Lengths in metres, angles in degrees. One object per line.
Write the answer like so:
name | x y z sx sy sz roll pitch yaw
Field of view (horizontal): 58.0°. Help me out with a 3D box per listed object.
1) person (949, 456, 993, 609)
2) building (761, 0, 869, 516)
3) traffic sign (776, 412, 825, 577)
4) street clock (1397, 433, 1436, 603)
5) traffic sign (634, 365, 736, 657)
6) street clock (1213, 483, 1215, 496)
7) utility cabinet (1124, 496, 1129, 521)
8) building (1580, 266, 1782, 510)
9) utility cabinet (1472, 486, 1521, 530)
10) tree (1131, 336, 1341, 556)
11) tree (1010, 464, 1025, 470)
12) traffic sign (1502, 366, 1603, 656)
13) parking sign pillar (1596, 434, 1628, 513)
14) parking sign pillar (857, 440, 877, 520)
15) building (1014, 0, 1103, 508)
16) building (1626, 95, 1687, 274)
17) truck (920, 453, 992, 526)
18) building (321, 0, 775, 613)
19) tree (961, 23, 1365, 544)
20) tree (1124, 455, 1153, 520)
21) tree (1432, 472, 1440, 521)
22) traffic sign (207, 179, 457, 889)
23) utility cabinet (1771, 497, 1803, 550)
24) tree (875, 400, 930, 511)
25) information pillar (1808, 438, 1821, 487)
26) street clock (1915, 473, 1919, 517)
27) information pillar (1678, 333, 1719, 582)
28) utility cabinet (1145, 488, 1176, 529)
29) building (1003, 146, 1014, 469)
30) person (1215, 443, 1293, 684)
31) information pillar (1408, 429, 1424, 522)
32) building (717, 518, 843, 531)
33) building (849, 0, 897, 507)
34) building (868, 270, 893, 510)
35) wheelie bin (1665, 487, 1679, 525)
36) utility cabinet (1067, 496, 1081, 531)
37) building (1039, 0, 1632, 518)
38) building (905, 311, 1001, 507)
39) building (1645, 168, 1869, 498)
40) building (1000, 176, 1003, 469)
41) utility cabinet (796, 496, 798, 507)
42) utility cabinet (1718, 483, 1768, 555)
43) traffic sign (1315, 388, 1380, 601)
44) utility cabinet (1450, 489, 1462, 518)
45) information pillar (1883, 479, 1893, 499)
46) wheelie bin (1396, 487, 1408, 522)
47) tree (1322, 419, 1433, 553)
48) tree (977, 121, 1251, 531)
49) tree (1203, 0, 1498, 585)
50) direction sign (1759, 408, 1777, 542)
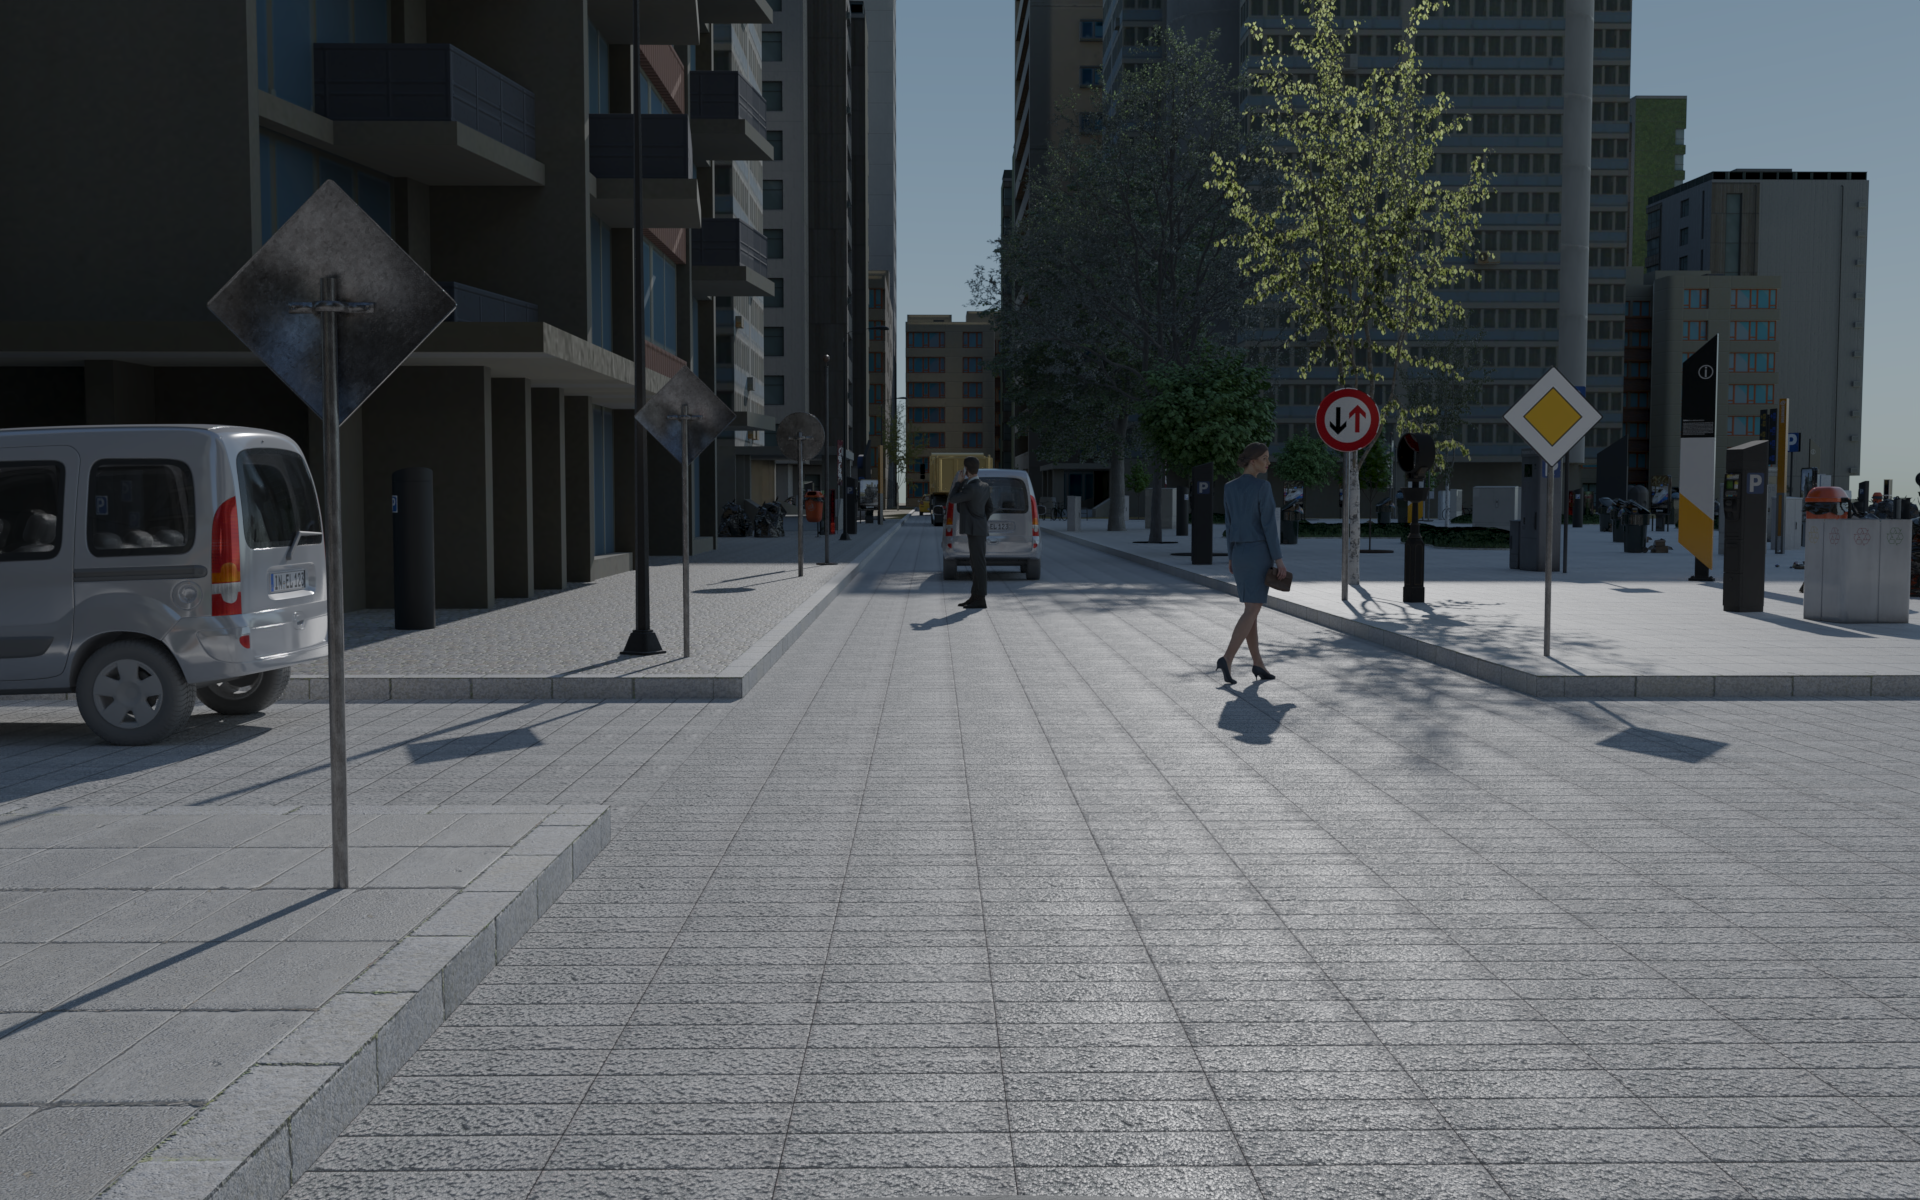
person | 0.132 -0.850 21.758 0.474 1.900 0.648 1 4 14
building | -12.361 -19.878 96.701 14.160 30.474 14.107 0 4 -1
traffic sign | -2.481 -1.638 26.892 0.768 2.556 0.104 0 4 7
street clock | 5.381 -0.973 20.480 0.358 2.002 0.471 -1 4 -19
traffic sign | -2.147 -0.607 13.567 0.795 2.450 0.064 0 4 -1
street clock | 11.524 -4.581 79.476 0.358 2.002 0.471 1 4 20
utility cabinet | 7.789 -4.407 83.212 0.306 1.237 1.020 2 4 30
building | 50.262 -18.708 150.915 28.899 21.520 27.650 0 4 -1
utility cabinet | 14.916 -2.423 48.294 1.173 1.500 0.318 2 4 35
tree | 5.192 -3.215 36.287 4.285 4.588 4.351 0 3 0
tree | 3.634 -7.084 110.431 1.663 3.219 1.824 0 3 0
traffic sign | 4.646 -0.613 13.660 0.795 2.450 0.064 0 4 -1
parking sign pillar | 29.410 -5.483 78.120 1.447 3.967 1.447 2 4 27
parking sign pillar | -4.723 -5.937 85.542 1.447 3.967 1.447 1 4 9
building | 15.044 -30.614 124.238 21.300 48.544 21.600 0 4 -1
building | 65.717 -30.437 181.238 14.086 41.232 14.154 0 4 -1
truck | -0.064 -5.165 80.365 3.469 3.379 9.791 0 4 -2
building | -15.109 -22.982 30.382 22.147 44.769 28.867 0 4 -1
tree | 5.226 -8.217 44.720 12.009 13.543 11.850 0 3 0
tree | 8.781 -5.615 86.413 1.663 3.219 1.824 0 3 0
tree | 21.901 -5.328 81.712 1.663 3.219 1.824 0 3 0
traffic sign | -2.015 -0.119 5.583 0.795 2.450 0.064 0 4 -1
utility cabinet | 19.136 -1.769 40.084 1.020 1.237 0.306 -3 5 -42
tree | -4.651 -11.222 133.846 4.737 8.622 4.395 0 3 0
information pillar | 36.000 -4.997 73.051 0.504 3.616 0.183 0 4 -8
street clock | 31.352 -3.168 56.361 0.471 2.002 0.358 0 4 1
information pillar | 10.874 -2.088 25.491 0.504 3.616 0.183 2 4 33
utility cabinet | 7.296 -3.322 62.989 1.173 1.500 0.318 3 5 39
building | 11.187 -22.699 142.828 14.160 30.474 14.107 0 4 -1
person | 2.183 -0.286 13.208 0.654 1.822 0.581 -1 4 -22
information pillar | 14.576 -3.919 55.434 0.504 3.616 0.183 1 4 10
building | -20.516 -22.915 66.548 32.217 40.220 23.993 0 4 -1
building | -20.763 -39.174 182.499 28.212 58.520 21.231 0 4 -1
building | -20.594 -18.690 150.622 28.899 21.520 27.650 0 4 -1
wheelie bin | 30.065 -3.985 73.066 0.693 1.594 0.980 -2 4 -27
utility cabinet | 3.964 -2.990 60.043 0.306 1.237 1.020 1 4 15
building | 21.175 -25.051 101.457 32.217 40.220 23.993 0 4 -1
building | 8.743 -20.963 187.790 28.899 21.520 27.650 0 4 -1
building | 71.799 -23.598 157.531 14.107 30.474 14.160 0 4 -1
building | 10.612 -23.560 156.901 14.160 30.474 14.107 0 4 -1
utility cabinet | -7.777 -4.682 87.709 1.020 1.237 0.306 1 4 20
utility cabinet | 16.422 -1.689 36.288 1.173 1.500 0.318 -2 4 -30
traffic sign | 4.642 -1.267 20.824 0.768 2.556 0.104 0 4 4
utility cabinet | 22.404 -4.251 78.189 0.318 1.500 1.173 2 4 27
information pillar | 46.124 -4.992 86.114 0.304 2.012 0.304 -2 4 -35
wheelie bin | 19.794 -4.234 77.141 0.693 1.594 0.980 2 4 29
tree | 9.048 -2.652 37.966 1.663 3.219 1.824 0 3 0
tree | 5.350 -9.371 59.875 9.857 13.997 8.962 0 3 0
tree | 5.514 -4.510 24.097 4.360 8.622 3.978 0 3 0
direction sign | 21.525 -3.315 46.200 0.379 3.537 0.876 0 4 -1
